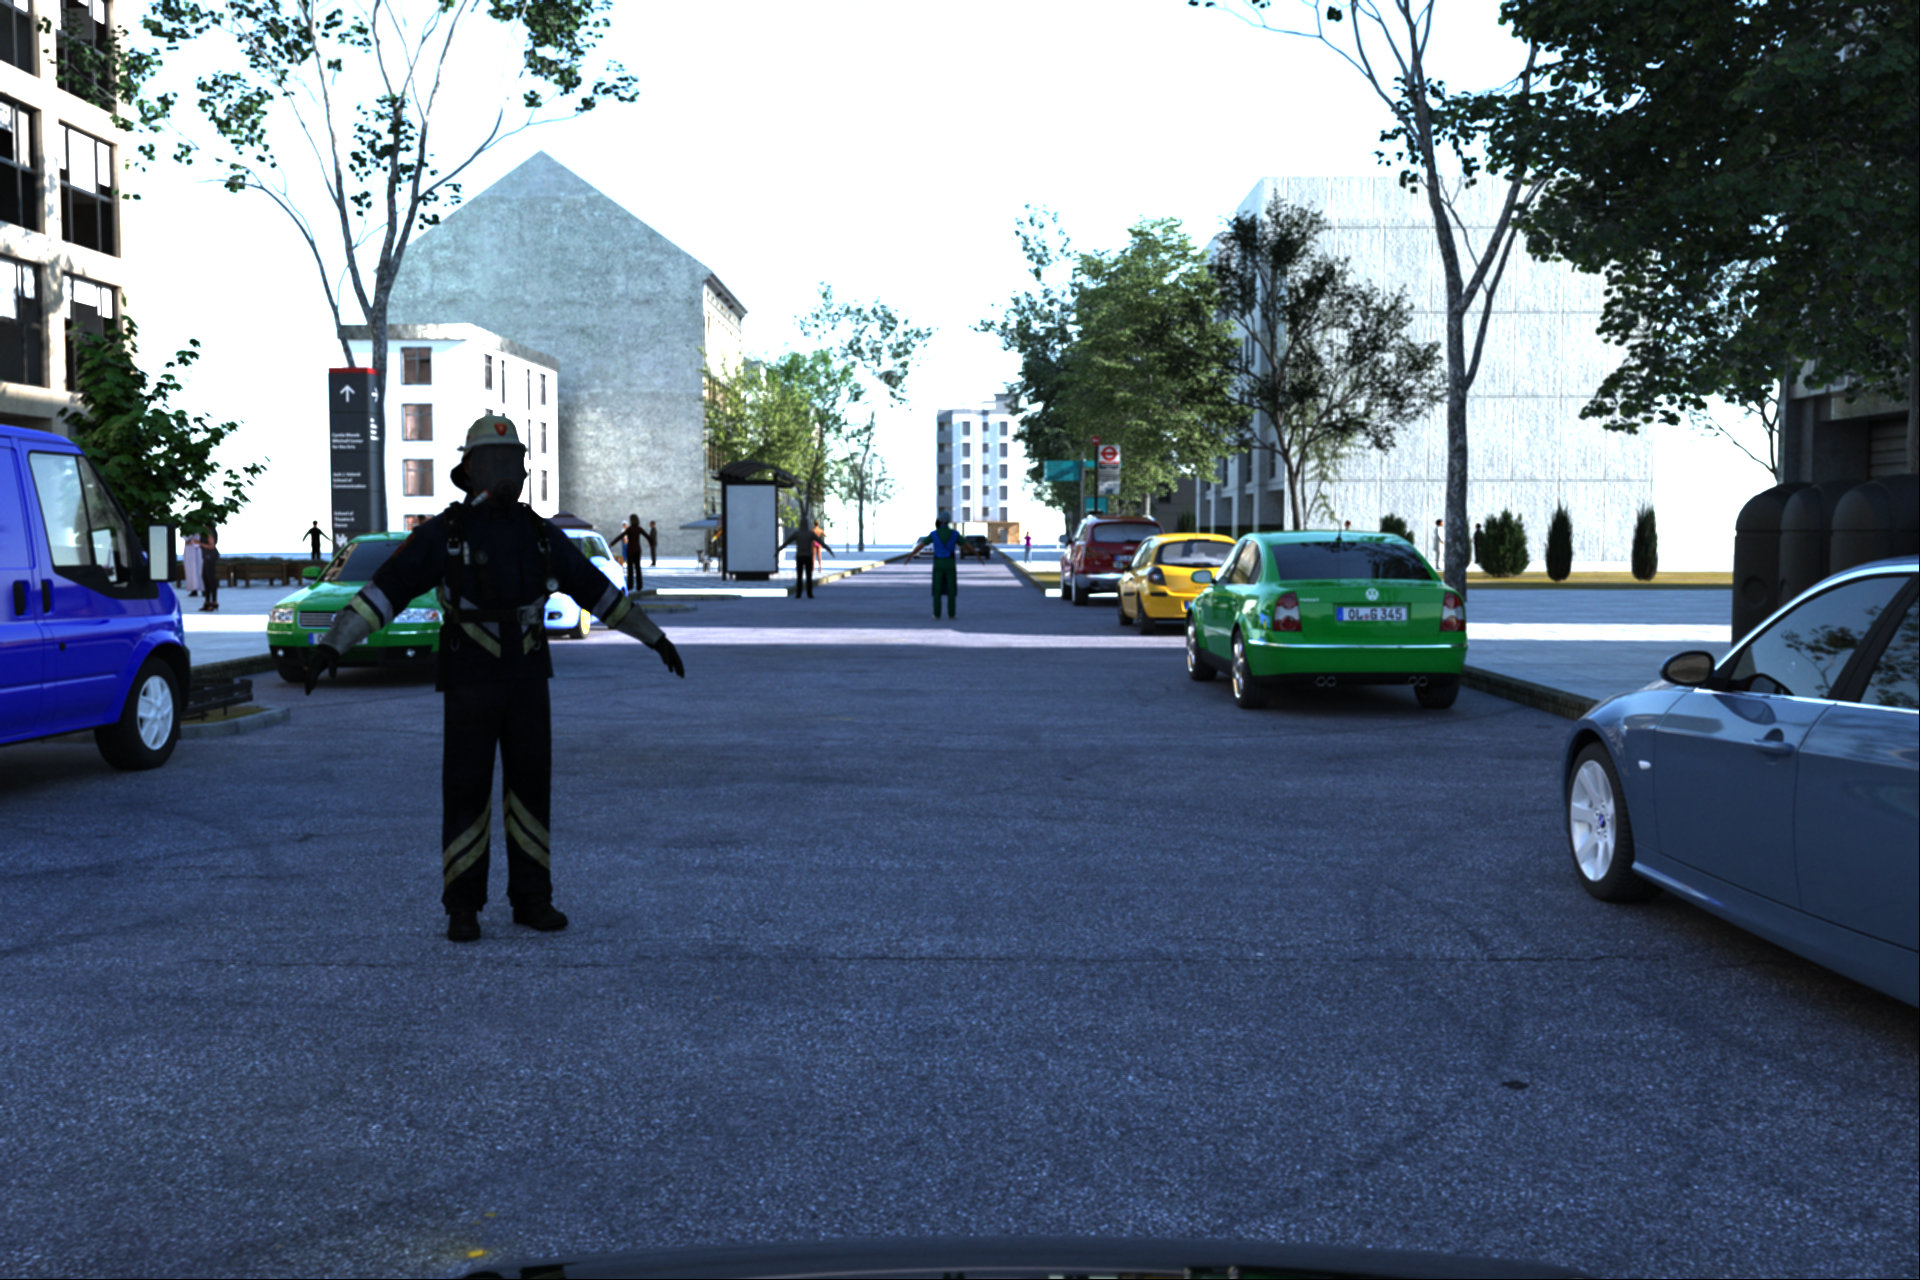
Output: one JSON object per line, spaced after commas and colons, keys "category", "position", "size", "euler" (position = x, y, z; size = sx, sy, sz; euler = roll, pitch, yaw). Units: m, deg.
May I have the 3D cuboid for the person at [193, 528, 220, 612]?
{"category": "person", "position": [-12.542, -1.300, 28.762], "size": [0.593, 1.643, 0.415], "euler": [2, 4, 27]}

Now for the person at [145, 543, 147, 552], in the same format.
{"category": "person", "position": [-20.730, -2.329, 44.213], "size": [1.346, 1.812, 0.704], "euler": [1, 4, 21]}

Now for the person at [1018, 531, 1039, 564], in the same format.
{"category": "person", "position": [2.913, -3.937, 73.636], "size": [0.991, 1.433, 0.599], "euler": [2, 4, 25]}

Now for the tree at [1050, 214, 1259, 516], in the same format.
{"category": "tree", "position": [6.884, -8.771, 61.540], "size": [7.486, 12.596, 7.792], "euler": [0, 3, 0]}

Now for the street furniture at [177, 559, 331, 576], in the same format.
{"category": "street furniture", "position": [-21.802, -2.375, 54.459], "size": [10.072, 0.657, 5.734], "euler": [-1, 4, -8]}

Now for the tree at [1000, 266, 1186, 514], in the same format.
{"category": "tree", "position": [6.698, -10.833, 83.771], "size": [9.857, 13.997, 8.962], "euler": [0, 3, 0]}

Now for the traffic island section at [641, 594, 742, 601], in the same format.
{"category": "traffic island section", "position": [-5.856, -0.933, 38.125], "size": [1.991, 0.108, 1.994], "euler": [0, 3, 0]}

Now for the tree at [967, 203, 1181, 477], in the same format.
{"category": "tree", "position": [5.821, -15.015, 101.386], "size": [12.611, 20.169, 13.585], "euler": [0, 3, 0]}

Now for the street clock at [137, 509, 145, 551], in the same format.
{"category": "street clock", "position": [-9.558, -0.958, 20.241], "size": [0.358, 2.002, 0.471], "euler": [0, 4, 0]}

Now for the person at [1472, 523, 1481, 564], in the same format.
{"category": "person", "position": [22.152, -4.139, 74.397], "size": [0.721, 1.740, 1.216], "euler": [2, 4, 31]}

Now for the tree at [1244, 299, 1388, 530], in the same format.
{"category": "tree", "position": [10.501, -6.311, 53.543], "size": [4.360, 8.622, 3.978], "euler": [0, 3, 0]}

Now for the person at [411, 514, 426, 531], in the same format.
{"category": "person", "position": [-15.236, -2.636, 49.027], "size": [1.347, 1.837, 0.705], "euler": [0, 4, -2]}

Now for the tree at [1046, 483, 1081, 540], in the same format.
{"category": "tree", "position": [7.553, -10.180, 116.806], "size": [4.360, 8.622, 3.978], "euler": [0, 3, 0]}

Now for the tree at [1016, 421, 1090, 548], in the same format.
{"category": "tree", "position": [7.644, -11.852, 128.199], "size": [7.601, 10.594, 8.767], "euler": [0, 4, 1]}

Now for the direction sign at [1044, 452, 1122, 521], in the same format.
{"category": "direction sign", "position": [3.979, -4.089, 55.622], "size": [2.525, 3.948, 1.411], "euler": [0, 3, 0]}

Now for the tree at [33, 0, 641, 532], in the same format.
{"category": "tree", "position": [-12.577, -11.081, 37.059], "size": [12.611, 20.169, 13.585], "euler": [0, 3, 0]}

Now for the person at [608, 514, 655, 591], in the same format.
{"category": "person", "position": [-7.396, -1.973, 39.059], "size": [1.215, 1.729, 0.721], "euler": [-3, 5, -42]}

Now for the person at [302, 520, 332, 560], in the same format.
{"category": "person", "position": [-23.921, -3.559, 64.370], "size": [1.347, 1.806, 0.705], "euler": [1, 4, 15]}

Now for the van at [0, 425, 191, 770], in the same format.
{"category": "van", "position": [-5.841, -0.271, 8.809], "size": [2.240, 2.365, 5.245], "euler": [0, 4, 1]}

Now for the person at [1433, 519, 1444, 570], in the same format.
{"category": "person", "position": [17.162, -3.411, 61.951], "size": [0.705, 1.806, 1.347], "euler": [1, 4, 13]}

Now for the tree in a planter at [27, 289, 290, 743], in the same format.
{"category": "tree in a planter", "position": [-6.159, -0.951, 12.770], "size": [1.991, 3.239, 1.994], "euler": [0, 4, 1]}

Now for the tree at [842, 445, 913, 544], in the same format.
{"category": "tree", "position": [-11.584, -19.586, 230.602], "size": [12.009, 13.543, 11.850], "euler": [0, 3, 0]}

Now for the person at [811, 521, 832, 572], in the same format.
{"category": "person", "position": [-4.914, -3.187, 58.909], "size": [1.217, 1.733, 0.721], "euler": [-2, 4, -23]}

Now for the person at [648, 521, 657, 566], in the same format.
{"category": "person", "position": [-12.269, -3.844, 69.066], "size": [0.704, 1.802, 1.346], "euler": [0, 4, -4]}

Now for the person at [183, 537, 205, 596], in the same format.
{"category": "person", "position": [-15.765, -1.769, 35.642], "size": [0.551, 1.740, 0.621], "euler": [-2, 4, -32]}

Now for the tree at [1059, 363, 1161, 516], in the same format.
{"category": "tree", "position": [6.808, -7.421, 71.702], "size": [4.360, 8.622, 3.978], "euler": [0, 3, 0]}

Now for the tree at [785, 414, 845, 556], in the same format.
{"category": "tree", "position": [-8.518, -9.214, 101.010], "size": [4.737, 8.622, 4.395], "euler": [0, 3, 0]}

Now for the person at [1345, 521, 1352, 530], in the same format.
{"category": "person", "position": [14.709, -3.643, 65.841], "size": [0.705, 1.796, 1.348], "euler": [3, 4, 36]}

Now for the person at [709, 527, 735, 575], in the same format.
{"category": "person", "position": [-7.323, -2.988, 54.620], "size": [1.354, 1.858, 0.705], "euler": [-2, 4, -30]}

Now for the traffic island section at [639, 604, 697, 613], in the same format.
{"category": "traffic island section", "position": [-5.984, -0.580, 32.346], "size": [1.991, 0.108, 1.994], "euler": [0, 4, 1]}

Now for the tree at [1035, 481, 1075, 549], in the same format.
{"category": "tree", "position": [8.307, -11.931, 145.432], "size": [4.360, 8.622, 3.978], "euler": [0, 3, 0]}

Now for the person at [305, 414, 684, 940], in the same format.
{"category": "person", "position": [-1.656, 0.124, 6.213], "size": [1.354, 1.856, 0.705], "euler": [-2, 4, -32]}

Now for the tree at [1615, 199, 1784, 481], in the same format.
{"category": "tree", "position": [25.368, -8.715, 52.867], "size": [12.009, 13.543, 11.850], "euler": [0, 3, 0]}

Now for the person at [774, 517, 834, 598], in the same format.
{"category": "person", "position": [-3.478, -1.840, 38.667], "size": [1.348, 1.813, 0.705], "euler": [0, 4, -4]}

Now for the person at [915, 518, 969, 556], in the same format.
{"category": "person", "position": [-0.464, -2.118, 43.231], "size": [1.345, 1.843, 0.704], "euler": [1, 4, 8]}

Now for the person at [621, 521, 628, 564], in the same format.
{"category": "person", "position": [-14.533, -4.243, 75.228], "size": [0.705, 1.847, 1.347], "euler": [-1, 4, -11]}

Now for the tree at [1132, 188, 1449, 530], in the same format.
{"category": "tree", "position": [9.027, -6.836, 46.183], "size": [8.767, 10.594, 7.601], "euler": [0, 4, -4]}

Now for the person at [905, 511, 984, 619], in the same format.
{"category": "person", "position": [-0.262, -1.263, 29.235], "size": [1.347, 1.817, 0.704], "euler": [0, 4, -2]}
